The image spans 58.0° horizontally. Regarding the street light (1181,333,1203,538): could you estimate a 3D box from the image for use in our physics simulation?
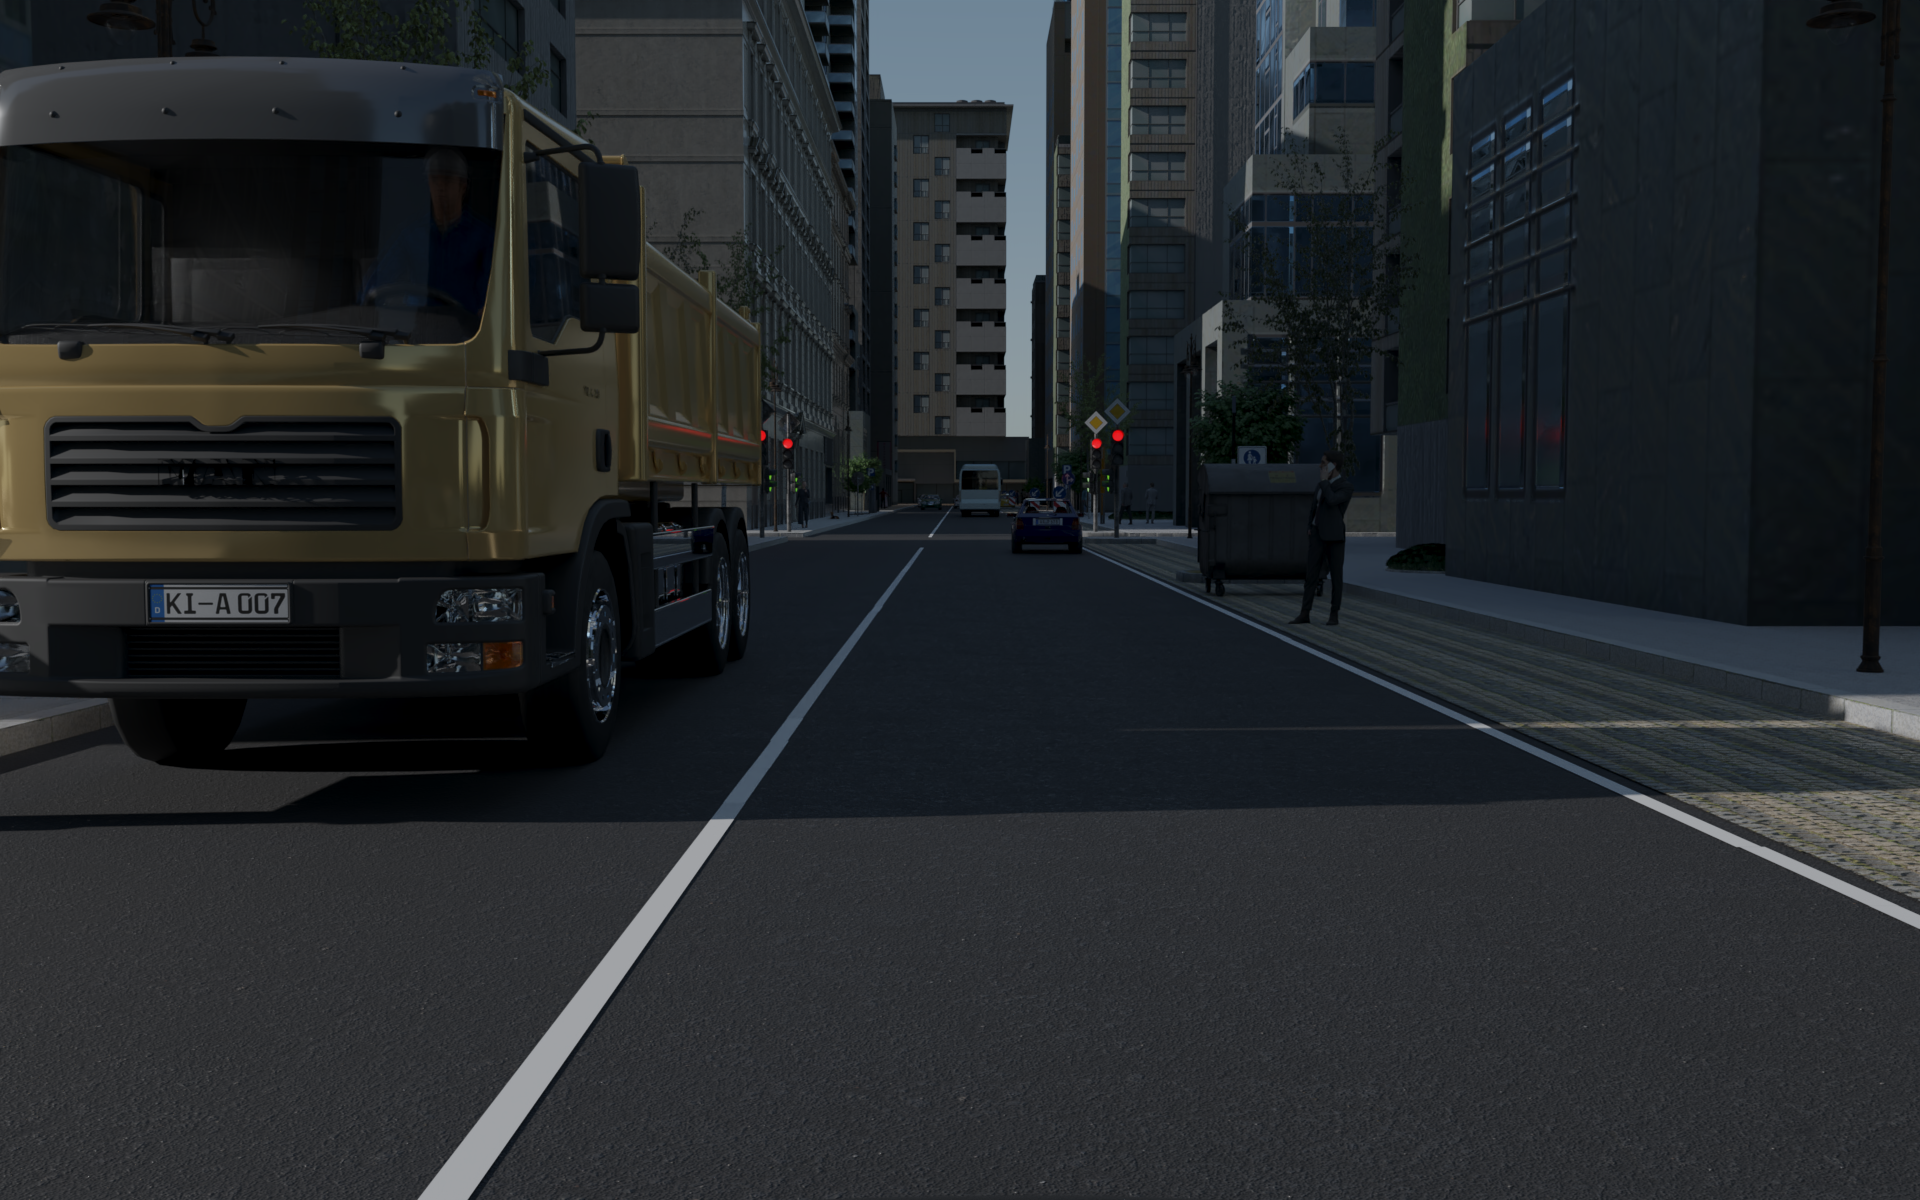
[{"bbox_3d":[6.655,-4.721,49.978,0.468,5.910,1.993,0,3,0],"label":"street light"}]

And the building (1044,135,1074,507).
[{"bbox_3d":[14.582,-22.666,142.287,14.160,30.474,14.107,0,3,0],"label":"building"}]

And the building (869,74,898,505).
[{"bbox_3d":[-18.067,-35.104,197.650,21.600,48.544,21.300,0,3,0],"label":"building"}]

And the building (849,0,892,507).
[{"bbox_3d":[-17.310,-44.983,173.723,20.563,71.187,20.611,0,3,0],"label":"building"}]

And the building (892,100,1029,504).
[{"bbox_3d":[-4.865,-39.308,231.930,27.495,52.752,28.713,0,3,0],"label":"building"}]

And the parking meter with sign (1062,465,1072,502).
[{"bbox_3d":[6.343,-6.513,102.751,0.543,3.016,1.738,0,4,3],"label":"parking meter with sign"}]

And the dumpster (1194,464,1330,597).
[{"bbox_3d":[4.301,-0.996,24.503,1.865,1.857,1.264,0,4,0],"label":"dumpster"}]

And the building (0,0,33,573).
[{"bbox_3d":[-25.694,-19.989,18.694,32.217,40.220,23.993,0,3,0],"label":"building"}]

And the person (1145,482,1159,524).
[{"bbox_3d":[8.311,-4.220,75.246,0.606,1.804,0.583,0,4,-7],"label":"person"}]

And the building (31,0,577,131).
[{"bbox_3d":[-17.059,-16.508,41.608,14.107,30.474,14.160,0,3,0],"label":"building"}]

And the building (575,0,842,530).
[{"bbox_3d":[-15.356,-18.652,81.381,17.030,29.872,44.131,0,3,0],"label":"building"}]

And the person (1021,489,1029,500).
[{"bbox_3d":[6.724,-10.640,180.016,0.705,1.823,1.348,-2,4,-34],"label":"person"}]

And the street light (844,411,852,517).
[{"bbox_3d":[-6.224,-7.571,96.574,0.468,5.910,1.993,0,3,0],"label":"street light"}]

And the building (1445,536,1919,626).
[{"bbox_3d":[18.786,-42.598,9.155,22.319,86.520,31.000,0,3,0],"label":"building"}]

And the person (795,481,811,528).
[{"bbox_3d":[-5.934,-3.611,65.509,0.576,1.772,0.534,-1,4,-17],"label":"person"}]

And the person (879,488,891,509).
[{"bbox_3d":[-6.677,-8.840,150.535,1.348,1.831,0.705,0,4,3],"label":"person"}]

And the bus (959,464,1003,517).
[{"bbox_3d":[1.369,-7.268,113.697,2.948,3.499,13.247,0,4,1],"label":"bus"}]

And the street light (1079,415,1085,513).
[{"bbox_3d":[6.648,-7.483,95.139,0.468,5.910,1.993,0,3,0],"label":"street light"}]

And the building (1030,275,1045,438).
[{"bbox_3d":[16.448,-27.762,225.609,14.107,30.474,14.160,0,3,0],"label":"building"}]

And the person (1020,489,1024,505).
[{"bbox_3d":[7.208,-11.803,198.645,0.705,1.869,1.348,-2,4,-23],"label":"person"}]

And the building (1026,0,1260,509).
[{"bbox_3d":[19.075,-53.762,191.681,22.319,86.520,31.000,0,3,0],"label":"building"}]

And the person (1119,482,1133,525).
[{"bbox_3d":[6.910,-4.056,72.749,0.834,1.777,0.661,3,5,44],"label":"person"}]

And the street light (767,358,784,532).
[{"bbox_3d":[-6.286,-5.268,58.914,0.468,5.910,1.993,0,3,0],"label":"street light"}]

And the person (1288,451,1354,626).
[{"bbox_3d":[3.956,-0.671,18.837,0.474,1.900,0.648,-3,5,-40],"label":"person"}]

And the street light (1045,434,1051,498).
[{"bbox_3d":[6.710,-9.787,132.799,0.468,5.910,1.993,0,3,0],"label":"street light"}]

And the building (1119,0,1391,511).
[{"bbox_3d":[16.385,-25.613,102.360,14.154,41.232,14.086,0,3,0],"label":"building"}]

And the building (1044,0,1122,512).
[{"bbox_3d":[14.970,-30.961,156.326,14.600,45.320,14.200,0,3,0],"label":"building"}]

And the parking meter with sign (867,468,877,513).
[{"bbox_3d":[-5.893,-7.362,116.637,0.543,3.016,1.738,0,4,5],"label":"parking meter with sign"}]

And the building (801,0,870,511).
[{"bbox_3d":[-18.670,-51.060,147.499,22.319,86.520,31.000,0,3,0],"label":"building"}]

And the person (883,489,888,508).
[{"bbox_3d":[-6.793,-9.248,157.919,0.621,1.740,0.551,-1,4,-22],"label":"person"}]

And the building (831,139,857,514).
[{"bbox_3d":[-13.850,-19.495,116.011,12.463,27.353,25.104,0,3,0],"label":"building"}]

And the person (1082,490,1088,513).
[{"bbox_3d":[7.987,-6.386,110.320,0.748,1.841,0.638,0,4,7],"label":"person"}]

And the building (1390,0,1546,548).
[{"bbox_3d":[17.428,-21.909,41.805,14.154,41.232,14.086,0,3,0],"label":"building"}]

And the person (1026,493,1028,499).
[{"bbox_3d":[7.139,-10.984,185.636,0.705,1.823,1.348,1,4,11],"label":"person"}]

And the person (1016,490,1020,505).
[{"bbox_3d":[6.813,-12.231,206.725,0.721,1.736,1.217,-1,4,-23],"label":"person"}]

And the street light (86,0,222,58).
[{"bbox_3d":[-6.269,-2.507,13.769,0.468,5.910,1.993,0,3,0],"label":"street light"}]

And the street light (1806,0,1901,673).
[{"bbox_3d":[6.567,-2.418,12.319,0.468,5.910,1.993,0,3,0],"label":"street light"}]

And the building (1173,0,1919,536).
[{"bbox_3d":[24.208,-46.098,66.374,31.000,86.520,22.319,0,3,0],"label":"building"}]
